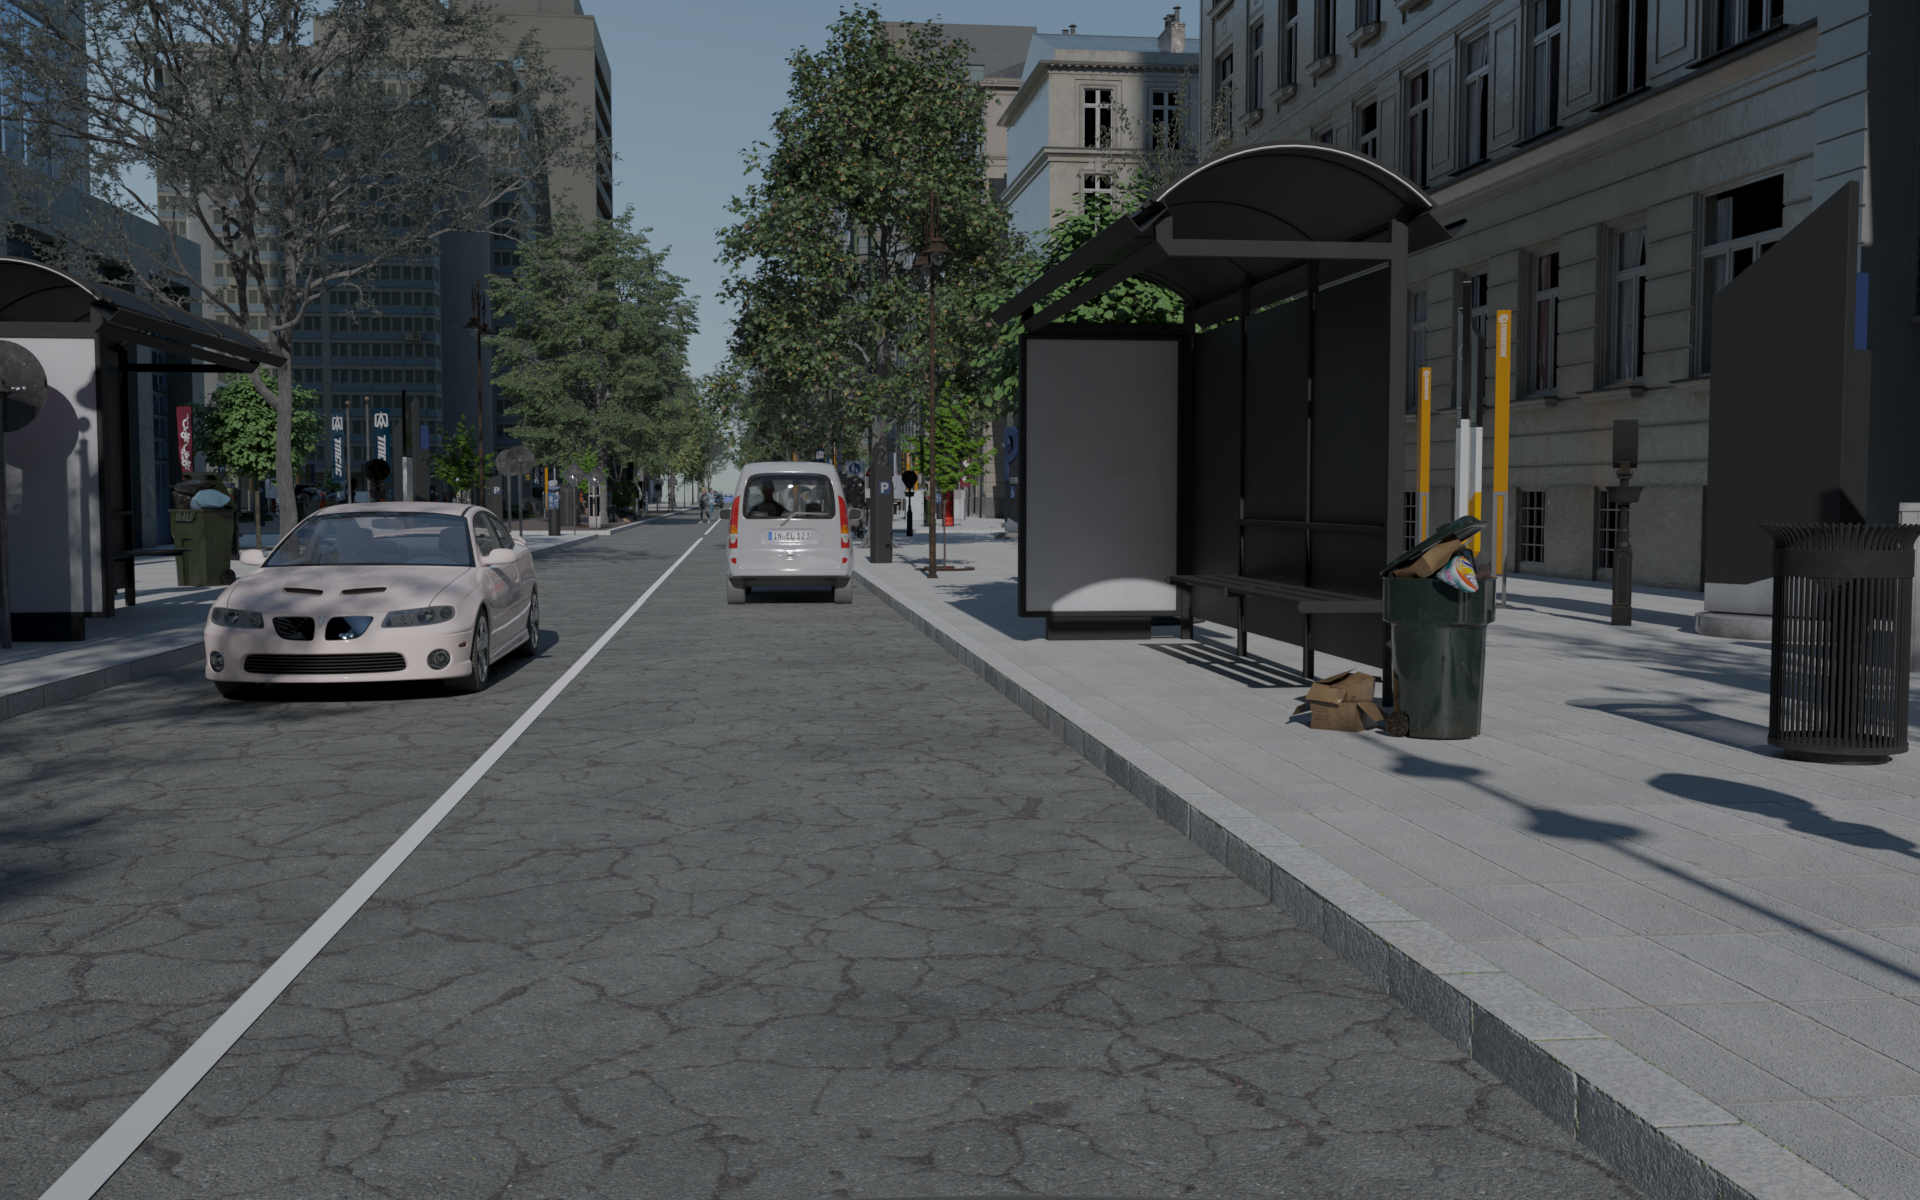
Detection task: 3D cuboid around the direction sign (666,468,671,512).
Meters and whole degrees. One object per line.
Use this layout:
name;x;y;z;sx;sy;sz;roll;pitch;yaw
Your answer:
direction sign;-21.310;-8.234;126.624;0.379;3.537;0.876;-1;4;-9

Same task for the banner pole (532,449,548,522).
banner pole;-19.440;-5.511;80.121;0.863;3.779;0.401;-3;5;-44

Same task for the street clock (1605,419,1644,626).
street clock;6.465;-0.752;16.872;0.358;2.002;0.471;1;4;20

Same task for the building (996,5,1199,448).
building;19.901;-16.021;81.026;34.723;24.649;14.460;0;4;-7

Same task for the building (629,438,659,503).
building;-60.487;-25.563;262.999;27.650;21.520;28.899;0;4;-7

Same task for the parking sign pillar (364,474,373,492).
parking sign pillar;-44.185;-8.669;130.213;1.447;3.967;1.447;2;4;31

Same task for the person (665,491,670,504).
person;-36.385;-12.758;217.237;1.348;1.807;0.705;2;4;24

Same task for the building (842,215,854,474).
building;-1.601;-35.005;191.947;23.786;49.044;30.456;0;4;-7

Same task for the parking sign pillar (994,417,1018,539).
parking sign pillar;1.698;-3.751;49.805;1.447;3.967;1.447;-1;4;-18

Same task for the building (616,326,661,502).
building;-56.823;-31.430;285.575;14.160;30.474;14.107;0;4;-7

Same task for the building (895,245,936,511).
building;2.108;-17.453;127.156;13.314;21.916;24.055;0;4;-7

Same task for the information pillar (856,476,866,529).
information pillar;-3.643;-3.587;63.139;0.304;2.012;0.304;3;4;36

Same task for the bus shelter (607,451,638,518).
bus shelter;-18.925;-6.451;96.750;1.731;3.624;6.357;0;4;-7

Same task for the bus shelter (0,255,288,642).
bus shelter;-8.505;-1.439;17.444;2.014;3.302;5.546;0;4;-7

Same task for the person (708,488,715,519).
person;-14.135;-5.477;98.312;0.793;1.790;0.793;-2;4;-27

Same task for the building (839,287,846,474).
building;-11.975;-28.515;237.919;14.160;30.474;14.107;0;4;-7

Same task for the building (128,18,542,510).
building;-48.856;-27.753;145.637;32.217;40.220;23.993;0;4;-7

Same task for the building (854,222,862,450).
building;-3.383;-29.684;168.921;14.154;41.232;14.086;0;4;-7

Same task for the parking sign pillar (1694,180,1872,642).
parking sign pillar;7.456;-1.660;15.613;1.447;3.967;1.447;-2;4;-32

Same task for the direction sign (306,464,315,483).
direction sign;-48.581;-8.413;129.557;0.379;3.537;0.876;1;4;23

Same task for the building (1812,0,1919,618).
building;16.248;-13.848;3.913;11.434;29.767;29.804;0;4;-7

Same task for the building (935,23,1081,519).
building;5.425;-18.655;102.268;12.463;27.353;25.104;0;4;-7

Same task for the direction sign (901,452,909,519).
direction sign;-2.807;-5.914;88.692;0.379;3.537;0.876;2;4;26

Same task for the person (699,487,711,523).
person;-12.524;-4.688;85.329;0.709;1.800;0.728;2;4;32

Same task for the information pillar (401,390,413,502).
information pillar;-12.471;-2.920;39.101;0.183;3.616;0.504;0;4;-2

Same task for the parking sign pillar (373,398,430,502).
parking sign pillar;-15.580;-3.713;49.183;1.447;3.967;1.447;3;5;45

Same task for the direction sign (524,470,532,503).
direction sign;-26.573;-7.057;107.385;0.876;3.537;0.379;-2;4;-34

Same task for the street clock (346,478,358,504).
street clock;-27.006;-4.429;76.984;0.358;2.002;0.471;3;5;40

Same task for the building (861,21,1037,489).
building;-1.039;-28.816;154.728;14.154;41.232;14.086;0;4;-7

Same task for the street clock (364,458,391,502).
street clock;-11.833;-1.874;35.206;0.471;2.002;0.358;-3;5;-40

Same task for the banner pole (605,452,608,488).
banner pole;-17.990;-5.960;87.467;0.401;3.779;0.863;1;4;21

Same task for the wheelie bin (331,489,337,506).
wheelie bin;-36.784;-5.694;101.011;0.980;1.594;0.693;0;4;8

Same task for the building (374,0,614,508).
building;-45.361;-33.336;168.745;21.300;48.544;21.600;0;4;-7

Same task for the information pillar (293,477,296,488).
information pillar;-29.480;-4.401;76.444;0.304;2.012;0.304;-1;4;-10

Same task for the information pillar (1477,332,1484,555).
information pillar;6.365;-1.856;21.698;0.183;3.616;0.504;-1;4;-15

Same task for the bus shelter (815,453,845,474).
bus shelter;-6.951;-5.775;88.347;2.014;3.302;5.546;0;4;-7

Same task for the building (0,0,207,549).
building;-33.608;-43.848;29.580;31.000;86.520;22.319;0;4;-7

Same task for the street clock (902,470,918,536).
street clock;-1.525;-2.927;52.422;0.471;2.002;0.358;0;4;4

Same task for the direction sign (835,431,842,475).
direction sign;-4.387;-4.309;62.456;0.379;3.537;0.876;-1;4;-18

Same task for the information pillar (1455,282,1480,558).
information pillar;5.661;-1.716;19.403;0.183;3.616;0.504;1;4;18

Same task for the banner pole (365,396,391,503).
banner pole;-14.970;-3.329;44.454;0.863;3.779;0.401;1;4;11

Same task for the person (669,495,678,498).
person;-35.718;-12.622;215.654;1.217;1.735;0.721;0;4;-2

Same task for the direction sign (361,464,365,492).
direction sign;-45.542;-8.577;132.228;0.379;3.537;0.876;0;4;-1

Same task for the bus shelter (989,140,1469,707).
bus shelter;1.596;-1.147;12.683;2.014;3.302;5.546;0;4;-7

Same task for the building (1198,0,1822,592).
building;15.445;-12.284;34.127;16.112;22.955;30.059;0;4;-7

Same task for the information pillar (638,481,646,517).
information pillar;-17.646;-5.601;96.061;0.304;2.012;0.304;1;4;14

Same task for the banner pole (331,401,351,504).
banner pole;-16.652;-3.469;46.728;0.863;3.779;0.401;2;4;26

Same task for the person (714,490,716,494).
person;-26.276;-10.851;185.916;0.705;1.824;1.348;0;4;4

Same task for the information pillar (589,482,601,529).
information pillar;-13.497;-3.637;63.960;0.304;2.012;0.304;3;5;43

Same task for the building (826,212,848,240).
building;-10.645;-43.870;259.272;21.231;58.520;28.212;0;4;-7

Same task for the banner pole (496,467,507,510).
banner pole;-29.868;-7.523;113.021;0.863;3.779;0.401;-2;4;-31

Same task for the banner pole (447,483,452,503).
banner pole;-37.321;-8.381;127.043;0.863;3.779;0.401;-2;4;-30

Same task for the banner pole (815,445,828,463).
banner pole;-6.699;-5.795;84.758;0.863;3.779;0.401;-2;4;-26
